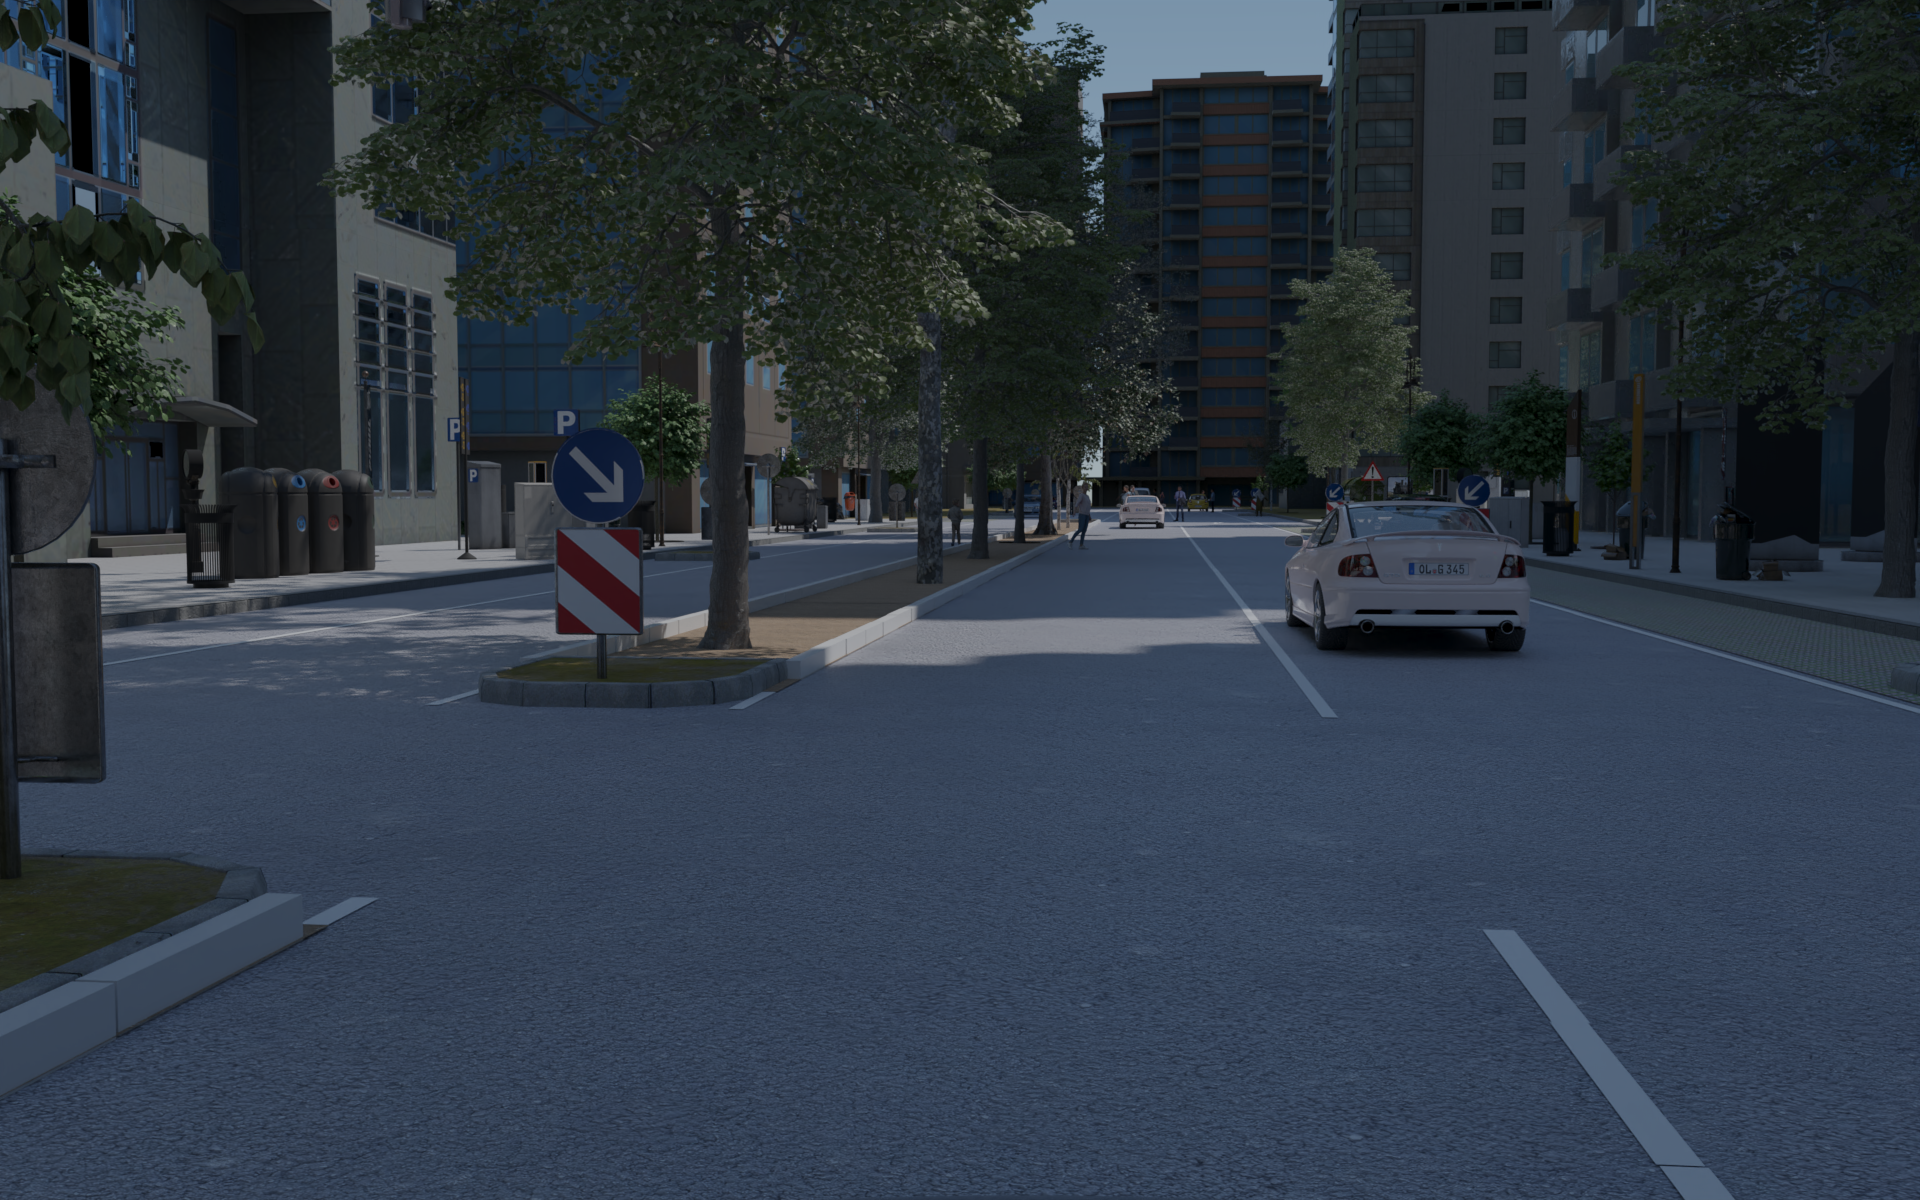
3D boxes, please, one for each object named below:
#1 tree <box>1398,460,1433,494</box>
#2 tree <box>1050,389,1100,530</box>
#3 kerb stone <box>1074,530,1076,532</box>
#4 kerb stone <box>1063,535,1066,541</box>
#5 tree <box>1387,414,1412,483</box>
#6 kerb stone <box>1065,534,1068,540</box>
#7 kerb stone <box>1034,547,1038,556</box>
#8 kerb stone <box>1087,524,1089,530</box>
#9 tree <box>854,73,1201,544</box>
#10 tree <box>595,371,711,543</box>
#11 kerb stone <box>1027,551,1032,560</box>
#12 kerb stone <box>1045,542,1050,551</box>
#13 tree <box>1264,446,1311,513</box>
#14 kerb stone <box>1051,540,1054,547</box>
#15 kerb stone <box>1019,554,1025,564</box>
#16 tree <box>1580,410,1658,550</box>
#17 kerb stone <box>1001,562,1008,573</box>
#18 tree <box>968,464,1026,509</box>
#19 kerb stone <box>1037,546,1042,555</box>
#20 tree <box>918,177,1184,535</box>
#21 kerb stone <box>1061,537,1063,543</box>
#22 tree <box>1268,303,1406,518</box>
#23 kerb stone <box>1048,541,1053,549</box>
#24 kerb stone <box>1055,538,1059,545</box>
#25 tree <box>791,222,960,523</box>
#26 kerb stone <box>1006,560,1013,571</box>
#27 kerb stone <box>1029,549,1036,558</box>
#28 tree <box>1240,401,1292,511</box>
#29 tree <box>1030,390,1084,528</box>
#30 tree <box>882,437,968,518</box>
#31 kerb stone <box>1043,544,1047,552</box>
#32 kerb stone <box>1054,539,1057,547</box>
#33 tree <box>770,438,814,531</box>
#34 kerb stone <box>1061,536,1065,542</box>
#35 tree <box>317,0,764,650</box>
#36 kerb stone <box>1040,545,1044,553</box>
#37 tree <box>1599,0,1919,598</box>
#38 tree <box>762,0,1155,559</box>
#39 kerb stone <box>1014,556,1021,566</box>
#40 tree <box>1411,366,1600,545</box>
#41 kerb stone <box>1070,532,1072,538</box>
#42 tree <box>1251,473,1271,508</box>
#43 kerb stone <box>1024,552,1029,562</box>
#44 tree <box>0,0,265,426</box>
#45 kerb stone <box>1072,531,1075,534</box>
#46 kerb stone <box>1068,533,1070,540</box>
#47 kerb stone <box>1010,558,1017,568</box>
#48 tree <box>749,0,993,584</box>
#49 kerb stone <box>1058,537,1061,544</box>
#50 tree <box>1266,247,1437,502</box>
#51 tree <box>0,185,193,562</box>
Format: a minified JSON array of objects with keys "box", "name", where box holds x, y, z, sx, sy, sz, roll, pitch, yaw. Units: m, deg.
[{"box":[18.096,-4.518,68.476,1.663,3.219,1.824,0,3,0],"name":"tree"},{"box":[3.931,-7.057,68.199,4.737,8.622,4.395,0,3,0],"name":"tree"},{"box":[3.700,-2.165,57.600,0.120,0.150,1.000,0,4,6],"name":"kerb stone"},{"box":[2.999,-1.792,51.489,0.120,0.150,1.000,0,4,6],"name":"kerb stone"},{"box":[14.612,-4.215,52.633,4.285,4.588,4.351,0,3,0],"name":"tree"},{"box":[3.120,-1.853,52.508,0.120,0.150,1.000,0,4,6],"name":"kerb stone"},{"box":[1.620,-1.044,39.261,0.120,0.150,1.000,0,4,6],"name":"kerb stone"},{"box":[4.958,-2.850,68.794,0.120,0.150,1.000,0,4,6],"name":"kerb stone"},{"box":[1.742,-8.365,49.588,12.009,13.543,11.850,0,3,0],"name":"tree"},{"box":[-8.026,-3.826,46.271,4.285,4.588,4.351,0,3,0],"name":"tree"},{"box":[1.405,-0.915,37.223,0.120,0.150,1.000,0,4,6],"name":"kerb stone"},{"box":[2.097,-1.293,43.339,0.120,0.150,1.000,0,4,6],"name":"kerb stone"},{"box":[22.245,-8.175,117.374,4.285,4.588,4.351,0,3,0],"name":"tree"},{"box":[2.320,-1.418,45.376,0.120,0.150,1.000,0,4,6],"name":"kerb stone"},{"box":[1.174,-0.795,35.192,0.120,0.150,1.000,0,4,6],"name":"kerb stone"},{"box":[15.233,-2.789,40.208,1.663,3.219,1.824,0,3,0],"name":"tree"},{"box":[0.711,-0.544,31.122,0.120,0.150,1.000,0,4,6],"name":"kerb stone"},{"box":[2.233,-9.330,136.259,4.285,4.588,4.351,0,3,0],"name":"tree"},{"box":[1.747,-1.096,40.285,0.120,0.150,1.000,0,4,6],"name":"kerb stone"},{"box":[3.018,-8.622,60.429,9.611,12.733,9.660,0,3,0],"name":"tree"},{"box":[2.780,-1.665,49.456,0.120,0.150,1.000,0,4,6],"name":"kerb stone"},{"box":[20.133,-10.214,92.762,9.928,11.665,9.643,0,3,0],"name":"tree"},{"box":[2.218,-1.356,44.358,0.120,0.150,1.000,0,4,6],"name":"kerb stone"},{"box":[2.558,-1.543,47.416,0.120,0.150,1.000,0,4,6],"name":"kerb stone"},{"box":[-3.699,-10.465,77.756,9.857,13.997,8.962,0,3,0],"name":"tree"},{"box":[0.836,-0.608,32.138,0.120,0.150,1.000,0,4,6],"name":"kerb stone"},{"box":[1.518,-0.981,38.241,0.120,0.150,1.000,0,4,6],"name":"kerb stone"},{"box":[23.585,-11.130,132.329,4.360,8.622,3.978,0,3,0],"name":"tree"},{"box":[4.550,-7.338,72.798,4.360,8.622,3.978,0,3,0],"name":"tree"},{"box":[-2.707,-6.807,95.013,4.285,4.588,4.351,0,3,0],"name":"tree"},{"box":[1.980,-1.228,42.322,0.120,0.150,1.000,0,4,6],"name":"kerb stone"},{"box":[2.437,-1.475,46.401,0.120,0.150,1.000,0,4,6],"name":"kerb stone"},{"box":[-5.828,-4.023,60.379,1.663,3.219,1.824,0,3,0],"name":"tree"},{"box":[2.892,-1.729,50.472,0.120,0.150,1.000,0,4,6],"name":"kerb stone"},{"box":[-2.201,-5.840,16.073,7.486,12.596,7.792,0,3,0],"name":"tree"},{"box":[1.860,-1.169,41.305,0.120,0.150,1.000,0,4,6],"name":"kerb stone"},{"box":[12.050,-6.292,21.006,7.486,12.596,7.792,0,3,0],"name":"tree"},{"box":[0.375,-7.194,38.203,7.486,12.596,7.792,0,3,0],"name":"tree"},{"box":[1.060,-0.732,34.170,0.120,0.150,1.000,0,4,6],"name":"kerb stone"},{"box":[14.750,-3.713,44.416,4.285,4.588,4.351,0,3,0],"name":"tree"},{"box":[3.354,-1.978,54.543,0.120,0.150,1.000,0,4,6],"name":"kerb stone"},{"box":[27.552,-10.102,159.775,1.663,3.219,1.824,0,3,0],"name":"tree"},{"box":[1.286,-0.854,36.208,0.120,0.150,1.000,0,4,6],"name":"kerb stone"},{"box":[-3.044,-3.104,3.574,4.737,8.622,4.395,0,3,0],"name":"tree"},{"box":[3.590,-2.103,56.580,0.120,0.150,1.000,0,4,6],"name":"kerb stone"},{"box":[3.235,-1.915,53.526,0.120,0.150,1.000,0,4,6],"name":"kerb stone"},{"box":[0.943,-0.662,33.155,0.120,0.150,1.000,0,4,6],"name":"kerb stone"},{"box":[-1.593,-10.376,27.998,12.611,20.169,13.585,0,3,0],"name":"tree"},{"box":[2.668,-1.604,48.435,0.120,0.150,1.000,0,4,6],"name":"kerb stone"},{"box":[17.893,-9.871,79.511,7.486,12.596,7.792,0,3,0],"name":"tree"},{"box":[-10.228,-2.132,18.579,4.285,4.588,4.351,0,3,0],"name":"tree"}]
